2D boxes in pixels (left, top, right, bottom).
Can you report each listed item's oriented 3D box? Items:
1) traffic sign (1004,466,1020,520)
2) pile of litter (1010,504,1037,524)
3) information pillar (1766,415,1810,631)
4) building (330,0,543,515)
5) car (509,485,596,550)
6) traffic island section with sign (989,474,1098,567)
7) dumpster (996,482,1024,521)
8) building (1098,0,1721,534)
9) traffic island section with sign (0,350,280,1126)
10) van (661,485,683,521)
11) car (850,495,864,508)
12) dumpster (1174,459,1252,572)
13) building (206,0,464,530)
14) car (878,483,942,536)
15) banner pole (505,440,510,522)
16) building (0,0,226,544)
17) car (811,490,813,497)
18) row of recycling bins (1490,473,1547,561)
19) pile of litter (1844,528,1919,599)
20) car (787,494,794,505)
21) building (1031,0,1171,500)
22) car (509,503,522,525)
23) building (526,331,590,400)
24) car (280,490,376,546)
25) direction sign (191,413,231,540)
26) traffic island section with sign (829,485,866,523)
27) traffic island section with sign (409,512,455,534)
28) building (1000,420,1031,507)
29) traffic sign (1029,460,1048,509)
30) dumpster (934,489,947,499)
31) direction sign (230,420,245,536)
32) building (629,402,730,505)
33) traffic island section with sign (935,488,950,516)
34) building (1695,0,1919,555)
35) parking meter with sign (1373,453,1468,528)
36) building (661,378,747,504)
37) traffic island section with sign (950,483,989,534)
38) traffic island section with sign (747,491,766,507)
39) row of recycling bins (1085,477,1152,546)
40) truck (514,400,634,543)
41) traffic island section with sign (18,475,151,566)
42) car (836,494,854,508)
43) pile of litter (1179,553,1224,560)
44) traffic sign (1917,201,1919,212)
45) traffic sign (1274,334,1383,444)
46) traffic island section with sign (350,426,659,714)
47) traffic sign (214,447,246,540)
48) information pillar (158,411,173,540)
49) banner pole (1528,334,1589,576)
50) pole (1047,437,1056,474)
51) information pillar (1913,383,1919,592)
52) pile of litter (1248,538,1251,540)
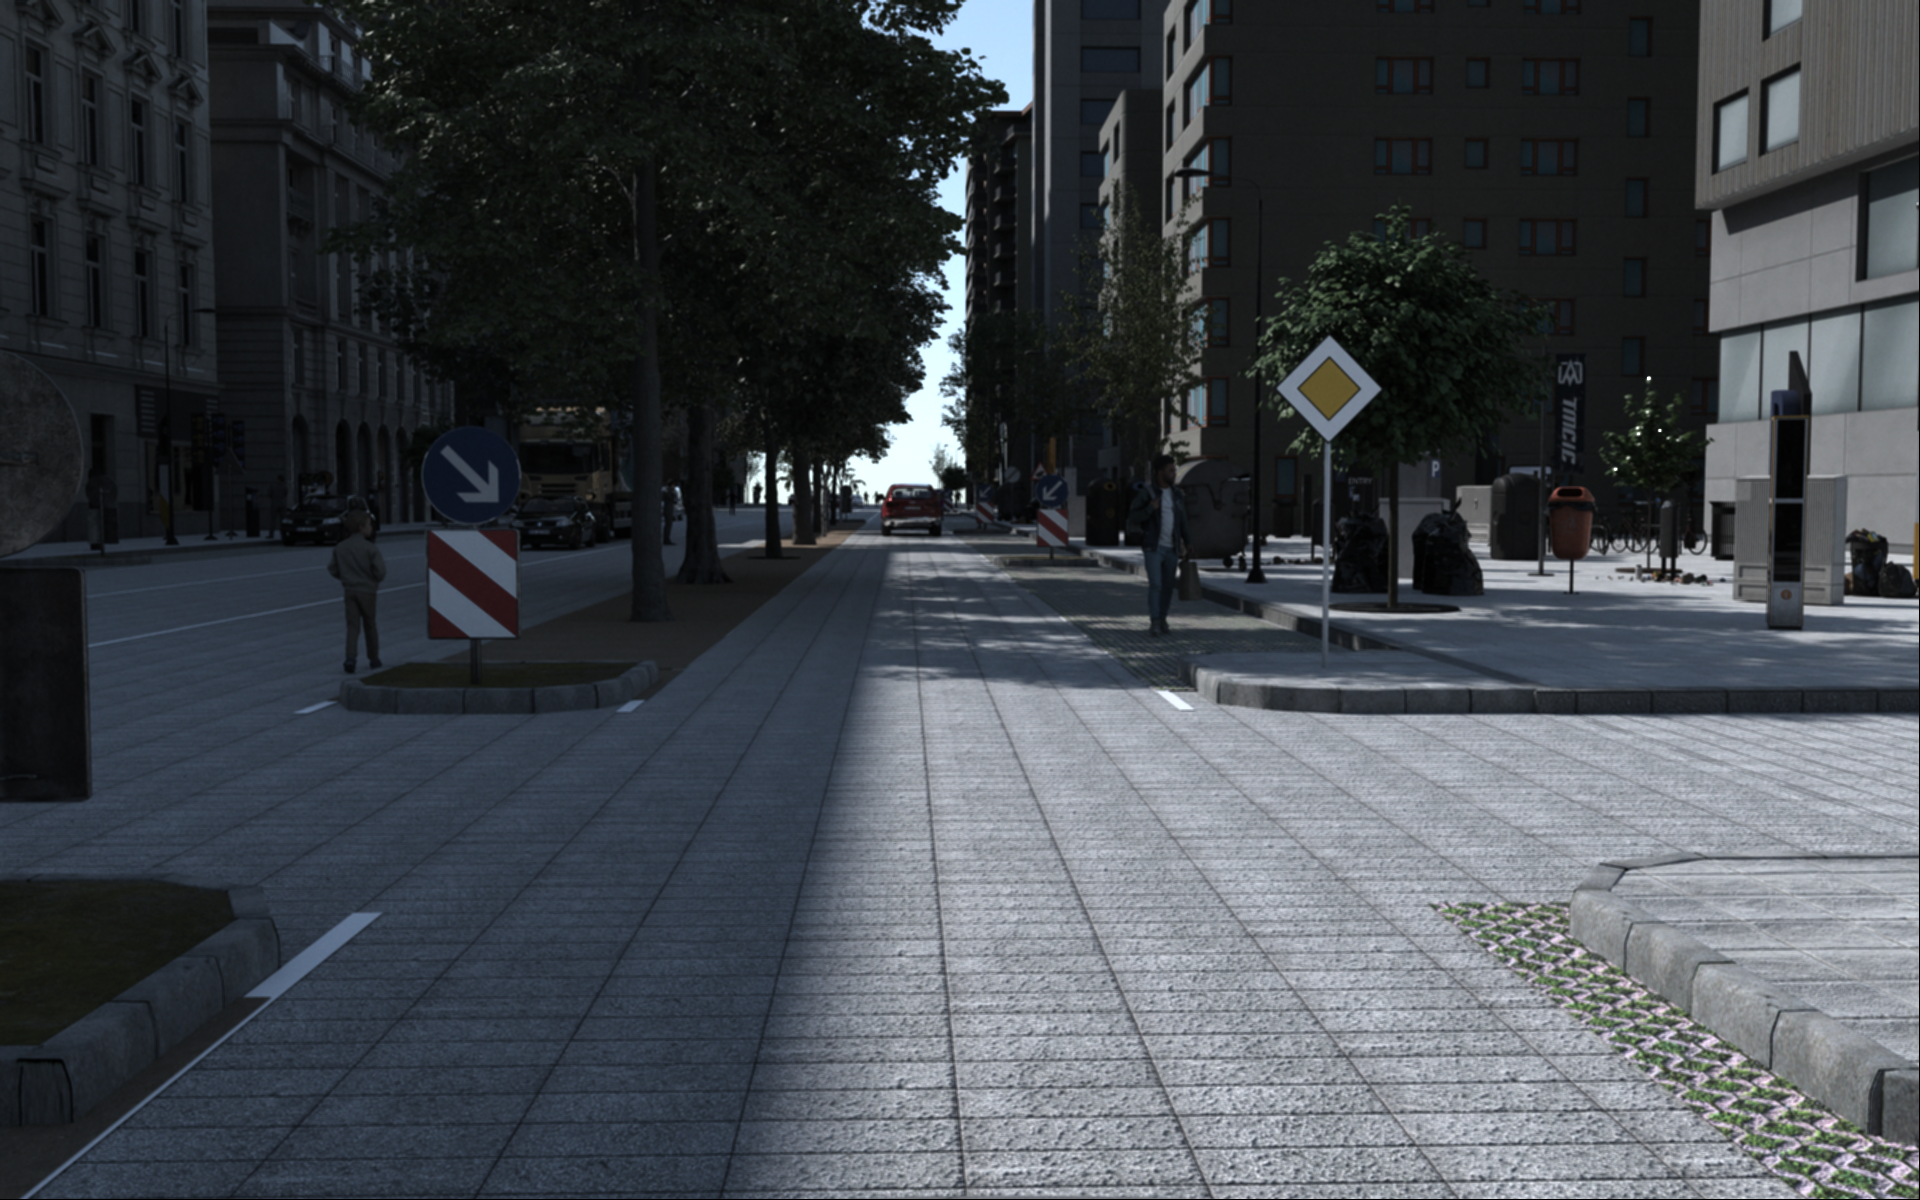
[{"bbox_3d":[2.396,-4.862,79.599,0.768,2.556,0.104,0,4,3],"label":"traffic sign"},{"bbox_3d":[2.687,-3.670,73.969,1.176,0.858,1.719,0,4,1],"label":"pile of litter"},{"bbox_3d":[7.829,-0.728,16.391,0.304,2.012,0.304,1,4,21],"label":"information pillar"},{"bbox_3d":[-36.891,-27.264,100.384,22.147,44.769,28.867,0,4,-2],"label":"building"},{"bbox_3d":[-10.663,-2.181,45.442,2.009,1.686,4.222,0,4,-3],"label":"car"},{"bbox_3d":[1.675,-1.594,34.684,1.989,1.847,2.006,0,4,-2],"label":"traffic island section with sign"},{"bbox_3d":[2.393,-4.668,82.082,1.264,1.857,1.865,0,4,-2],"label":"dumpster"},{"bbox_3d":[20.951,-13.708,69.161,27.650,21.520,28.899,0,4,-2],"label":"building"},{"bbox_3d":[-3.038,0.204,4.804,2.006,1.907,1.989,0,4,-2],"label":"traffic island section with sign"},{"bbox_3d":[-15.787,-5.217,92.309,2.013,2.044,4.112,0,4,-2],"label":"van"},{"bbox_3d":[-11.245,-10.514,184.258,2.083,1.381,4.827,0,4,-1],"label":"car"},{"bbox_3d":[4.200,-1.442,29.338,1.264,1.857,1.865,0,4,-2],"label":"dumpster"},{"bbox_3d":[-29.972,-14.067,71.793,13.314,21.916,24.055,0,4,-2],"label":"building"},{"bbox_3d":[-1.724,-3.163,60.381,2.281,1.827,5.304,0,4,-3],"label":"car"},{"bbox_3d":[-20.932,-5.515,80.190,0.401,3.779,0.863,0,4,-4],"label":"banner pole"},{"bbox_3d":[-31.286,-15.878,36.013,17.030,29.872,44.131,0,4,-2],"label":"building"},{"bbox_3d":[-15.563,-10.150,174.627,2.281,1.827,5.304,0,4,-3],"label":"car"},{"bbox_3d":[11.282,-1.705,34.994,1.069,1.692,3.534,1,4,22],"label":"row of recycling bins"},{"bbox_3d":[11.554,-0.483,21.870,1.176,0.858,1.719,-1,4,-21],"label":"pile of litter"},{"bbox_3d":[-20.841,-12.908,220.080,2.155,1.783,4.494,0,4,-1],"label":"car"},{"bbox_3d":[15.284,-35.025,114.662,21.231,58.520,28.212,0,4,-2],"label":"building"},{"bbox_3d":[-15.728,-3.231,65.189,2.083,1.381,4.827,0,4,-4],"label":"car"},{"bbox_3d":[-40.304,-32.962,128.172,28.713,52.752,27.495,0,4,-2],"label":"building"},{"bbox_3d":[-17.804,-2.392,48.888,2.009,1.686,4.222,0,4,-3],"label":"car"},{"bbox_3d":[-20.974,-3.449,48.394,0.876,3.537,0.379,-1,4,-15],"label":"direction sign"},{"bbox_3d":[-5.770,-4.842,87.305,2.006,1.907,1.989,0,4,-2],"label":"traffic island section with sign"},{"bbox_3d":[-18.466,-3.261,61.938,1.989,1.847,2.006,0,4,-2],"label":"traffic island section with sign"},{"bbox_3d":[15.356,-50.821,143.601,22.319,86.520,31.000,0,4,-2],"label":"building"},{"bbox_3d":[3.106,-4.088,66.841,0.884,2.594,0.081,0,4,8],"label":"traffic sign"},{"bbox_3d":[-1.806,-8.335,144.489,1.865,1.857,1.264,0,4,-4],"label":"dumpster"},{"bbox_3d":[-22.398,-3.740,53.153,0.876,3.537,0.379,-3,4,-37],"label":"direction sign"},{"bbox_3d":[-35.738,-26.803,209.931,14.160,30.474,14.107,0,4,-2],"label":"building"},{"bbox_3d":[-0.902,-6.353,112.500,1.989,1.847,2.006,0,4,-2],"label":"traffic island section with sign"},{"bbox_3d":[32.391,-27.008,30.812,27.495,52.752,28.713,0,4,-2],"label":"building"},{"bbox_3d":[7.832,-2.041,29.631,0.543,3.016,1.738,-3,5,-45],"label":"parking meter with sign"},{"bbox_3d":[-36.932,-35.942,237.755,14.600,45.320,14.200,0,4,-2],"label":"building"},{"bbox_3d":[0.756,-3.292,62.453,1.989,1.847,2.006,0,4,-2],"label":"traffic island section with sign"},{"bbox_3d":[-22.858,-11.371,194.543,1.989,1.847,2.006,0,4,-2],"label":"traffic island section with sign"},{"bbox_3d":[4.861,-2.180,42.762,3.534,1.692,1.069,0,4,7],"label":"row of recycling bins"},{"bbox_3d":[-11.603,-3.979,53.966,2.839,4.237,11.283,0,4,-2],"label":"truck"},{"bbox_3d":[-17.570,-1.613,34.998,1.989,1.847,2.006,0,4,-2],"label":"traffic island section with sign"},{"bbox_3d":[-11.032,-9.405,162.814,2.155,1.783,4.494,0,4,-2],"label":"car"},{"bbox_3d":[4.608,-1.252,34.429,1.719,0.858,1.176,-1,4,-16],"label":"pile of litter"},{"bbox_3d":[2.970,-0.152,4.681,0.795,2.593,0.064,0,4,-2],"label":"traffic sign"},{"bbox_3d":[2.706,-0.640,12.662,0.795,2.593,0.064,0,4,-2],"label":"traffic sign"},{"bbox_3d":[-3.274,-0.249,12.207,2.006,1.907,1.989,0,4,-2],"label":"traffic island section with sign"},{"bbox_3d":[-20.216,-2.933,47.955,0.884,2.594,0.081,0,4,2],"label":"traffic sign"},{"bbox_3d":[-22.370,-3.514,48.805,0.504,3.616,0.183,2,4,31],"label":"information pillar"},{"bbox_3d":[9.369,-2.269,27.113,0.863,3.779,0.401,0,4,5],"label":"banner pole"},{"bbox_3d":[3.351,-4.198,62.479,0.158,3.312,0.155,0,3,0],"label":"pole"},{"bbox_3d":[12.740,-1.927,22.858,0.183,3.616,0.504,3,5,43],"label":"information pillar"},{"bbox_3d":[7.286,-2.120,48.627,1.719,0.858,1.176,2,4,27],"label":"pile of litter"}]
